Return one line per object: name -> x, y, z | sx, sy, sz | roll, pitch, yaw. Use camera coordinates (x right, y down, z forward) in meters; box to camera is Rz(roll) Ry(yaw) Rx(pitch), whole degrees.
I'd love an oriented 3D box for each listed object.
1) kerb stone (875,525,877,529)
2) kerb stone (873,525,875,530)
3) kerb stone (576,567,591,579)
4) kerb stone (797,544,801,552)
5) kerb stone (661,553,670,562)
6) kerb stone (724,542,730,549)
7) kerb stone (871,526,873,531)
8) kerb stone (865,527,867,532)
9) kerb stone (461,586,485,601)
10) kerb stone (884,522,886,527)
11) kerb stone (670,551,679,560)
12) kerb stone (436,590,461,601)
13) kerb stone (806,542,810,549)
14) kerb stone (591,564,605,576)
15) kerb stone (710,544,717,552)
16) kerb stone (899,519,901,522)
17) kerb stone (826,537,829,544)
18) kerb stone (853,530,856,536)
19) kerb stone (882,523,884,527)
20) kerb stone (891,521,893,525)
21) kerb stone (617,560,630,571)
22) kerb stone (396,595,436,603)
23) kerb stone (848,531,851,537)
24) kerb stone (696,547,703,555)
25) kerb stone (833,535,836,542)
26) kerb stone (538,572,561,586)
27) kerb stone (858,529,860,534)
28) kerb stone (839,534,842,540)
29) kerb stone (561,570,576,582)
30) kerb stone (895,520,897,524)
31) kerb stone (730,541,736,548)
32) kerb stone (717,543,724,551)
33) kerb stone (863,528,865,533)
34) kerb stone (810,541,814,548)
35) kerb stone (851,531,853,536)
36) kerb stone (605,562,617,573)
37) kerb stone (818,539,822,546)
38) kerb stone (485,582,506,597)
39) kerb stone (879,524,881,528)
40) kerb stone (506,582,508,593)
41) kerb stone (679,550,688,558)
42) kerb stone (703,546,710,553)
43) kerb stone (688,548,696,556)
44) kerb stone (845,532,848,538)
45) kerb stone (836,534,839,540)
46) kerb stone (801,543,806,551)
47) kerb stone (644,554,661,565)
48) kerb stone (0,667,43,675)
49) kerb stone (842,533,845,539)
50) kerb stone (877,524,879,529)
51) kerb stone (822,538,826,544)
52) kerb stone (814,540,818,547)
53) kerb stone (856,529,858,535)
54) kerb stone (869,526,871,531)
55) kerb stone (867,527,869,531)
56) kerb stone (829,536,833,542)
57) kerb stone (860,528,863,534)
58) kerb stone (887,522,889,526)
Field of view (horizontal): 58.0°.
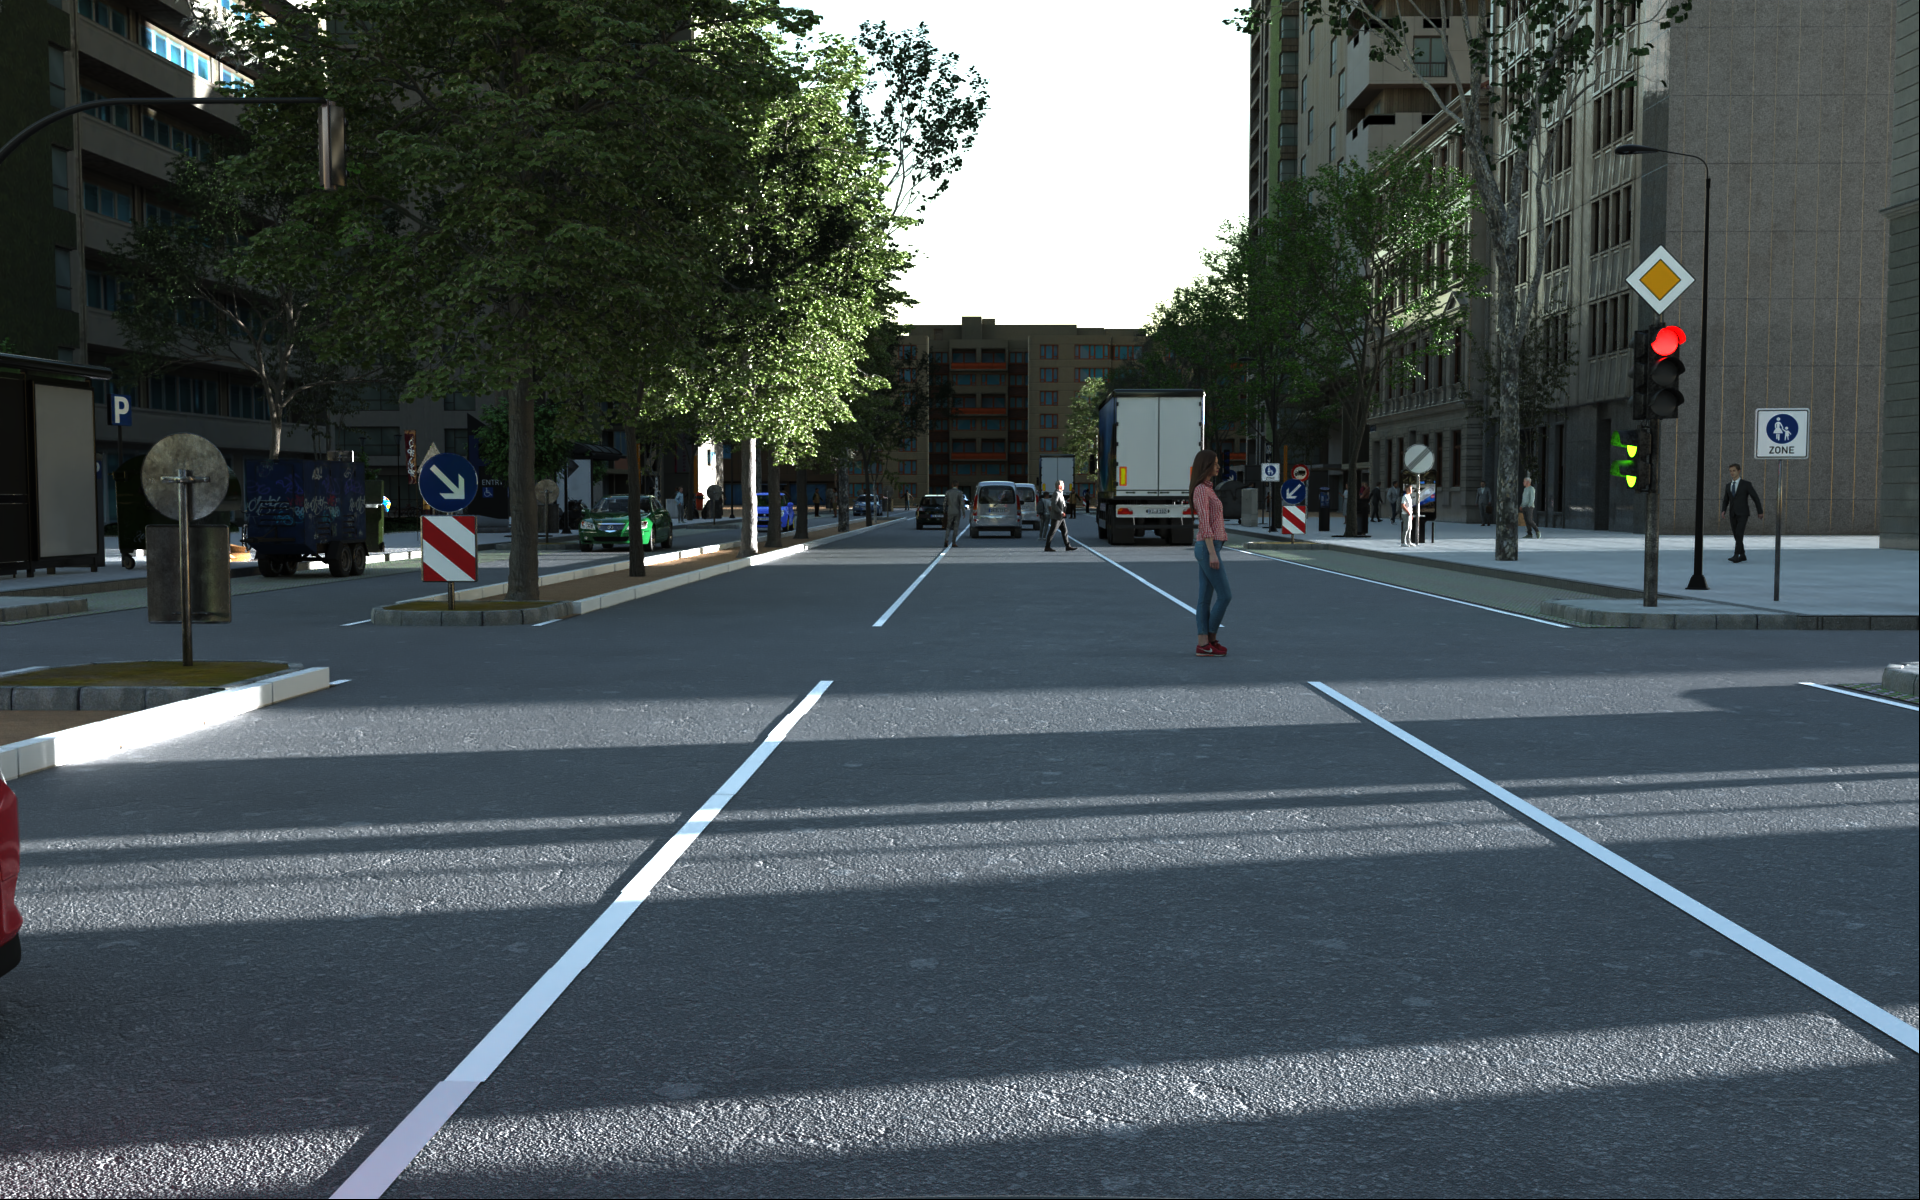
kerb stone -> -3.517, -2.878, 69.265 | 0.120, 0.150, 1.000 | 0, 4, 1
kerb stone -> -3.528, -2.816, 68.232 | 0.120, 0.150, 1.000 | 0, 4, 1
kerb stone -> -6.474, -0.435, 29.355 | 0.120, 0.150, 1.000 | 0, 4, 1
kerb stone -> -4.085, -1.248, 42.604 | 0.120, 0.150, 1.000 | 0, 4, 1
kerb stone -> -6.319, -0.877, 36.531 | 0.120, 0.150, 1.000 | 0, 4, 1
kerb stone -> -6.147, -1.378, 44.754 | 0.120, 0.150, 1.000 | 0, 4, 1
kerb stone -> -3.556, -2.753, 67.205 | 0.120, 0.150, 1.000 | 0, 4, 1
kerb stone -> -3.624, -2.564, 64.124 | 0.120, 0.150, 1.000 | 0, 4, 1
kerb stone -> -6.606, -0.061, 23.186 | 0.120, 0.150, 1.000 | 0, 4, 1
kerb stone -> -3.400, -3.187, 74.384 | 0.120, 0.150, 1.000 | 0, 4, 1
kerb stone -> -6.295, -0.937, 37.563 | 0.120, 0.150, 1.000 | 0, 4, 1
kerb stone -> -6.628, 0.002, 22.162 | 0.120, 0.150, 1.000 | 0, 4, 1
kerb stone -> -4.043, -1.373, 44.648 | 0.120, 0.150, 1.000 | 0, 4, 1
kerb stone -> -6.449, -0.500, 30.377 | 0.120, 0.150, 1.000 | 0, 4, 1
kerb stone -> -6.185, -1.254, 42.697 | 0.120, 0.150, 1.000 | 0, 4, 1
kerb stone -> -3.155, -3.883, 85.679 | 0.120, 0.150, 1.000 | 0, 4, 1
kerb stone -> -3.934, -1.688, 49.798 | 0.120, 0.150, 1.000 | 0, 4, 1
kerb stone -> -3.725, -2.251, 59.006 | 0.120, 0.150, 1.000 | 0, 4, 1
kerb stone -> -3.420, -3.129, 73.357 | 0.120, 0.150, 1.000 | 0, 4, 1
kerb stone -> -3.287, -3.503, 79.519 | 0.120, 0.150, 1.000 | 0, 4, 1
kerb stone -> -6.401, -0.625, 32.421 | 0.120, 0.150, 1.000 | 0, 4, 1
kerb stone -> -6.651, 0.068, 21.131 | 0.120, 0.150, 1.000 | 0, 4, 1
kerb stone -> -3.778, -2.126, 56.961 | 0.120, 0.150, 1.000 | 0, 4, 1
kerb stone -> -6.229, -1.128, 40.637 | 0.120, 0.150, 1.000 | 0, 4, 1
kerb stone -> -3.889, -1.813, 51.842 | 0.120, 0.150, 1.000 | 0, 4, 1
kerb stone -> -6.518, -0.310, 27.302 | 0.120, 0.150, 1.000 | 0, 4, 1
kerb stone -> -3.696, -2.375, 61.050 | 0.120, 0.150, 1.000 | 0, 4, 1
kerb stone -> -3.846, -1.938, 53.886 | 0.120, 0.150, 1.000 | 0, 4, 1
kerb stone -> -6.500, -0.371, 28.328 | 0.120, 0.150, 1.000 | 0, 4, 1
kerb stone -> -3.222, -3.695, 82.601 | 0.120, 0.150, 1.000 | 0, 4, 1
kerb stone -> -6.122, -1.439, 45.784 | 0.120, 0.150, 1.000 | 0, 4, 1
kerb stone -> -6.163, -1.315, 43.726 | 0.120, 0.150, 1.000 | 0, 4, 1
kerb stone -> -3.648, -2.502, 63.100 | 0.120, 0.150, 1.000 | 0, 4, 1
kerb stone -> -4.021, -1.433, 45.673 | 0.120, 0.150, 1.000 | 0, 4, 1
kerb stone -> -3.757, -2.185, 57.984 | 0.120, 0.150, 1.000 | 0, 4, 1
kerb stone -> -6.435, -0.563, 31.399 | 0.120, 0.150, 1.000 | 0, 4, 1
kerb stone -> -3.978, -1.562, 47.734 | 0.120, 0.150, 1.000 | 0, 4, 1
kerb stone -> -6.588, -0.124, 24.217 | 0.120, 0.150, 1.000 | 0, 4, 1
kerb stone -> -3.468, -3.004, 71.309 | 0.120, 0.150, 1.000 | 0, 4, 1
kerb stone -> -6.565, -0.187, 25.248 | 0.120, 0.150, 1.000 | 0, 4, 1
kerb stone -> -6.277, -1.003, 38.590 | 0.120, 0.150, 1.000 | 0, 4, 1
kerb stone -> -6.208, -1.190, 41.664 | 0.120, 0.150, 1.000 | 0, 4, 1
kerb stone -> -6.254, -1.059, 39.616 | 0.120, 0.150, 1.000 | 0, 4, 1
kerb stone -> -3.796, -2.064, 55.939 | 0.120, 0.150, 1.000 | 0, 4, 1
kerb stone -> -3.868, -1.876, 52.864 | 0.120, 0.150, 1.000 | 0, 4, 1
kerb stone -> -4.064, -1.311, 43.626 | 0.120, 0.150, 1.000 | 0, 4, 1
kerb stone -> -6.343, -0.812, 35.509 | 0.120, 0.150, 1.000 | 0, 4, 1
kerb stone -> -6.833, 0.600, 12.384 | 0.120, 0.150, 1.000 | 0, 4, 1
kerb stone -> -3.823, -2.001, 54.908 | 0.120, 0.150, 1.000 | 0, 4, 1
kerb stone -> -3.495, -2.941, 70.287 | 0.120, 0.150, 1.000 | 0, 4, 1
kerb stone -> -3.957, -1.625, 48.763 | 0.120, 0.150, 1.000 | 0, 4, 1
kerb stone -> -3.999, -1.499, 46.698 | 0.120, 0.150, 1.000 | 0, 4, 1
kerb stone -> -3.712, -2.314, 60.028 | 0.120, 0.150, 1.000 | 0, 4, 1
kerb stone -> -3.582, -2.690, 66.182 | 0.120, 0.150, 1.000 | 0, 4, 1
kerb stone -> -3.605, -2.627, 65.146 | 0.120, 0.150, 1.000 | 0, 4, 1
kerb stone -> -3.910, -1.751, 50.820 | 0.120, 0.150, 1.000 | 0, 4, 1
kerb stone -> -3.664, -2.439, 62.072 | 0.120, 0.150, 1.000 | 0, 4, 1
kerb stone -> -3.355, -3.315, 76.440 | 0.120, 0.150, 1.000 | 0, 4, 1
